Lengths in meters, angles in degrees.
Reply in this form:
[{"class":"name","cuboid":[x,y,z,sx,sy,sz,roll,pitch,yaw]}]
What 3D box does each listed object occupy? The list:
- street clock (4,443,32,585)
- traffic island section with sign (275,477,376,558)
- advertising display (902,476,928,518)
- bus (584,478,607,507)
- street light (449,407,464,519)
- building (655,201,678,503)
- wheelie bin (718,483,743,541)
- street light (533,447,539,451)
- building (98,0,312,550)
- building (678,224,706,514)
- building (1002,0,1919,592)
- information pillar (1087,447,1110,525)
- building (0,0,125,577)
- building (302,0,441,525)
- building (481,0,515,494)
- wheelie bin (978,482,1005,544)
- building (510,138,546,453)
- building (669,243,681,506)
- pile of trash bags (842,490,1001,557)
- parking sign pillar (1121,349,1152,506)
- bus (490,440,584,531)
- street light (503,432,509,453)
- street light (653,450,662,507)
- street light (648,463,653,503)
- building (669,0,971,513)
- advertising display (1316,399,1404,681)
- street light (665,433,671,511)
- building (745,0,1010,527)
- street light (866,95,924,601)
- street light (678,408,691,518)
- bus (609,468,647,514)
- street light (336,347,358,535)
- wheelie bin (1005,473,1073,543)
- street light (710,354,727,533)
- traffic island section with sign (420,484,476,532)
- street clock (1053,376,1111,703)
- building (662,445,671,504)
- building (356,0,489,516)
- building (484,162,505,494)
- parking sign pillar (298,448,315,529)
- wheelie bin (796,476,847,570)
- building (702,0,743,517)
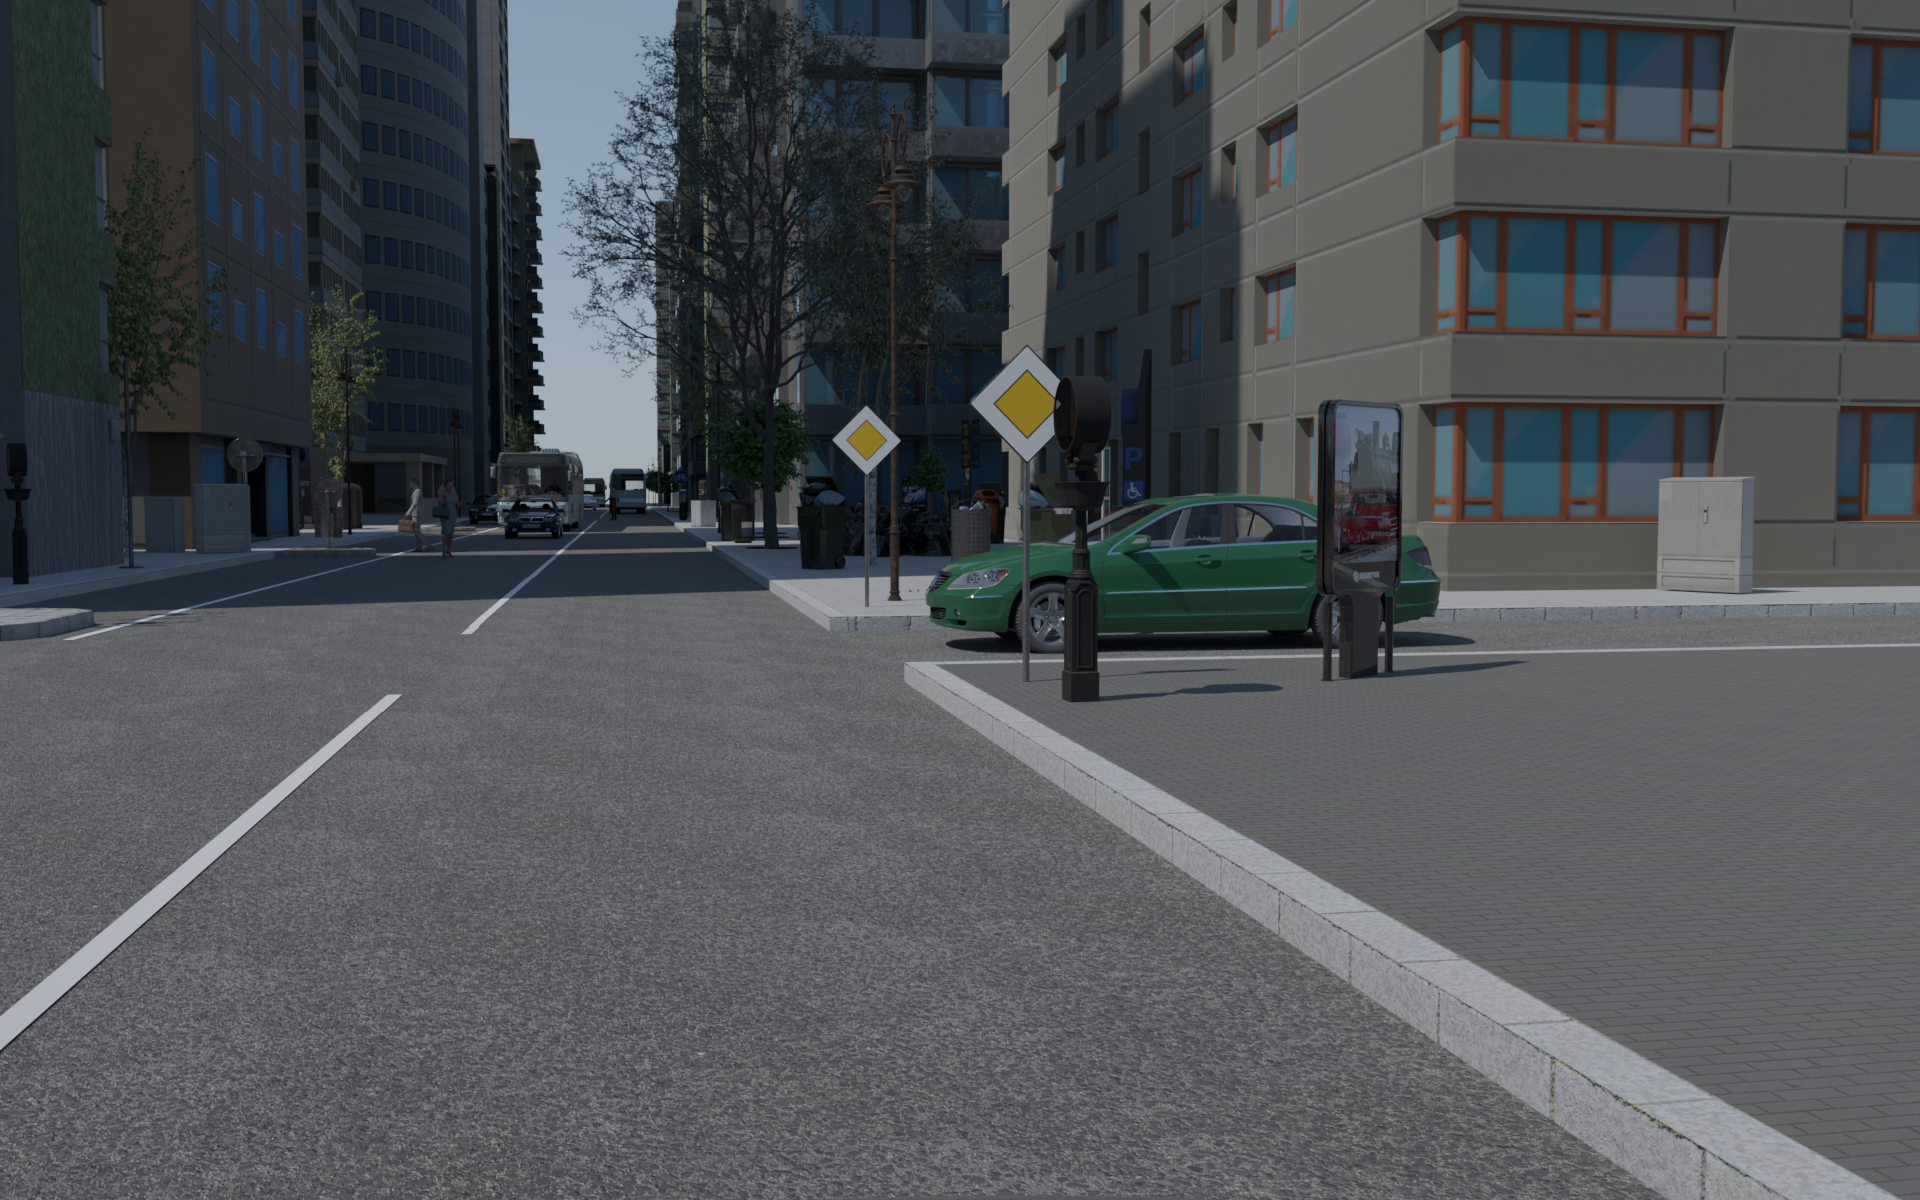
[{"class":"street clock","cuboid":[-13.358,-1.224,24.577,0.358,2.002,0.471,-2,4,-33]},{"class":"traffic island section with sign","cuboid":[-14.530,-1.906,39.797,1.989,1.847,2.006,-1,4,-11]},{"class":"advertising display","cuboid":[-1.658,-3.564,63.481,0.974,1.923,0.123,1,4,22]},{"class":"bus","cuboid":[-40.169,-11.926,189.849,2.948,3.499,13.247,-1,4,-11]},{"class":"street light","cuboid":[-26.858,-7.342,92.825,0.468,5.910,1.993,-1,4,-11]},{"class":"building","cuboid":[-35.784,-34.305,244.478,14.154,41.232,14.086,-1,4,-11]},{"class":"wheelie bin","cuboid":[-6.256,-2.405,47.223,0.693,1.594,0.980,-1,4,-9]},{"class":"street light","cuboid":[-42.458,-12.337,174.498,0.468,5.910,1.993,-1,4,-11]},{"class":"building","cuboid":[-25.449,-24.092,44.013,14.600,45.320,14.200,-1,4,-11]},{"class":"building","cuboid":[-6.014,-17.160,125.599,27.650,21.520,28.899,-1,4,-11]},{"class":"building","cuboid":[17.998,-11.825,38.386,28.899,21.520,27.650,-1,4,-11]},{"class":"information pillar","cuboid":[2.141,-1.372,26.922,0.304,2.012,0.304,2,4,24]},{"class":"building","cuboid":[-20.936,-20.728,22.497,14.154,41.232,14.086,-1,4,-11]},{"class":"building","cuboid":[-39.728,-23.418,74.761,32.217,40.220,23.993,-1,4,-11]},{"class":"building","cuboid":[-55.781,-45.485,181.926,20.563,71.187,20.611,-1,4,-11]},{"class":"wheelie bin","cuboid":[0.786,-2.264,44.927,0.980,1.594,0.693,2,4,30]},{"class":"building","cuboid":[-61.360,-33.773,206.807,22.147,44.769,28.867,-1,4,-11]},{"class":"building","cuboid":[-26.491,-26.242,200.752,14.160,30.474,14.107,-1,4,-11]},{"class":"pile of trash bags","cuboid":[-0.765,-1.628,36.363,3.447,1.369,1.912,-1,4,-22]},{"class":"parking sign pillar","cuboid":[3.237,-2.642,31.663,1.447,3.967,1.447,1,4,11]},{"class":"bus","cuboid":[-16.768,-4.576,69.684,2.948,3.499,13.247,-1,4,-9]},{"class":"street light","cuboid":[-33.885,-9.586,129.525,0.468,5.910,1.993,-1,4,-11]},{"class":"street light","cuboid":[-30.859,-12.510,177.327,0.468,5.910,1.993,-1,4,-11]},{"class":"street light","cuboid":[-37.819,-14.721,213.472,0.468,5.910,1.993,-1,4,-11]},{"class":"building","cuboid":[-13.857,-32.673,153.810,23.786,49.044,30.456,-1,4,-11]},{"class":"advertising display","cuboid":[2.808,-0.424,12.146,0.123,1.923,0.974,3,5,43]},{"class":"street light","cuboid":[-22.292,-9.747,132.146,0.468,5.910,1.993,-1,4,-11]},{"class":"building","cuboid":[0.744,-28.177,80.300,23.786,49.044,30.456,-1,4,-11]},{"class":"street light","cuboid":[-0.785,-2.928,20.653,0.468,5.910,1.993,-1,4,-11]},{"class":"street light","cuboid":[-15.306,-7.519,95.718,0.468,5.910,1.993,-1,4,-11]},{"class":"bus","cuboid":[-24.932,-8.272,130.108,2.948,3.499,13.247,-1,4,-11]},{"class":"street light","cuboid":[-19.298,-5.005,54.615,0.468,5.910,1.993,-1,4,-11]},{"class":"wheelie bin","cuboid":[1.288,-1.130,26.383,0.693,1.594,0.980,2,4,35]},{"class":"street light","cuboid":[-7.903,-5.136,56.768,0.468,5.910,1.993,-1,4,-11]},{"class":"traffic island section with sign","cuboid":[-19.602,-3.526,66.273,1.989,1.847,2.006,-1,4,-11]},{"class":"street clock","cuboid":[0.749,-0.375,10.703,0.358,2.002,0.471,-1,4,-14]},{"class":"building","cuboid":[-26.973,-55.609,221.871,22.319,86.520,31.000,-1,4,-11]},{"class":"building","cuboid":[-40.110,-34.251,102.007,21.231,58.520,28.212,-1,4,-11]},{"class":"building","cuboid":[-45.807,-22.784,144.225,14.160,30.474,14.107,-1,4,-11]},{"class":"parking sign pillar","cuboid":[-24.281,-4.585,63.432,1.447,3.967,1.447,0,4,5]},{"class":"wheelie bin","cuboid":[-2.360,-1.326,29.587,0.980,1.594,0.693,3,4,36]},{"class":"building","cuboid":[-8.222,-25.635,102.733,14.154,41.232,14.086,-1,4,-11]}]
